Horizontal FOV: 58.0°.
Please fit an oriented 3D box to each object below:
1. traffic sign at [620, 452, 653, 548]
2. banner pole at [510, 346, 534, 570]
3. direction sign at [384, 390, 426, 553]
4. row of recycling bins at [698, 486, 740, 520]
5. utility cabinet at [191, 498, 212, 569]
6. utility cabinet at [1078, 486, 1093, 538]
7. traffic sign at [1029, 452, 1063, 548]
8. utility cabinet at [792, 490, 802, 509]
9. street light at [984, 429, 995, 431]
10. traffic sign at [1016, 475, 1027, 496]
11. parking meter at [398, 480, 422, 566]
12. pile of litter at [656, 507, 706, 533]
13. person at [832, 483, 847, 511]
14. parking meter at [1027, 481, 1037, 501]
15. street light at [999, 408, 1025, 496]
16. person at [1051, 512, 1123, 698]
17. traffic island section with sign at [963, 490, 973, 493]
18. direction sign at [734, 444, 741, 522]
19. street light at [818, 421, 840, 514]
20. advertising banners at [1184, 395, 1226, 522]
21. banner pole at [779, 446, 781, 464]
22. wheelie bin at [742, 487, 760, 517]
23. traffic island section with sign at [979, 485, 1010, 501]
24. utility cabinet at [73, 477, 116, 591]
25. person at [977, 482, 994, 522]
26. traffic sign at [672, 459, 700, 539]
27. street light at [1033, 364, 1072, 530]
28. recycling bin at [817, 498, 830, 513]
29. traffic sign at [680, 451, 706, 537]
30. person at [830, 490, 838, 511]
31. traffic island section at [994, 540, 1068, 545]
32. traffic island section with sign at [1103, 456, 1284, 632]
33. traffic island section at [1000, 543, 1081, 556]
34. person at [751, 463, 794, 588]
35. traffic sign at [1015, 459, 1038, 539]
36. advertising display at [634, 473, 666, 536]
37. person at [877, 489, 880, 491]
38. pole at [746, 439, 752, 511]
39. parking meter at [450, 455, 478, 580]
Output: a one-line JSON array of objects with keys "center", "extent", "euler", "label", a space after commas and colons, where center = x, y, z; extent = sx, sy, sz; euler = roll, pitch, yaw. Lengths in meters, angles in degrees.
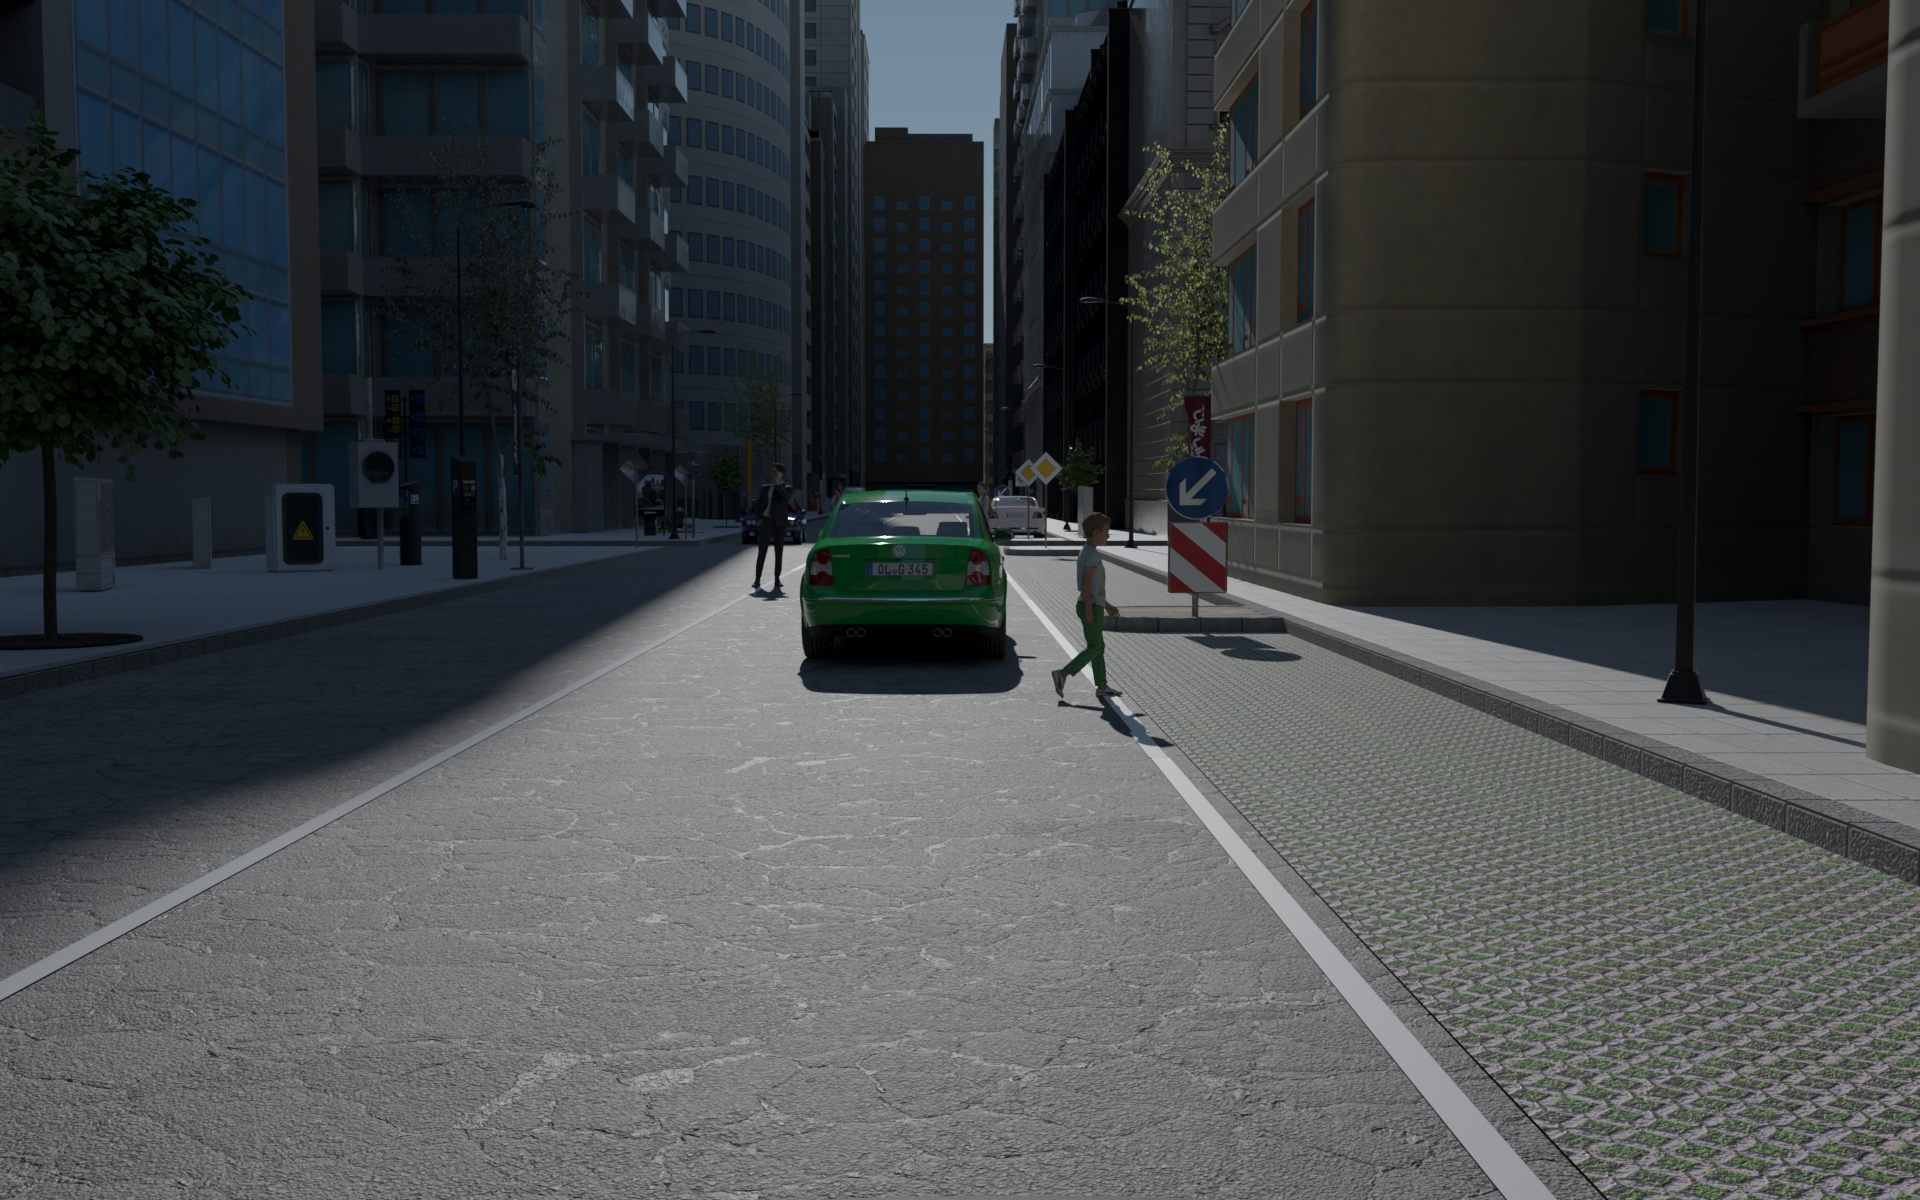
[{"center": [-7.656, -2.285, 41.009], "extent": [0.795, 2.450, 0.064], "euler": [0, 4, -1], "label": "traffic sign"}, {"center": [-7.434, -2.391, 29.109], "extent": [0.401, 3.779, 0.863], "euler": [0, 4, -3], "label": "banner pole"}, {"center": [-12.042, -2.793, 37.665], "extent": [0.876, 3.537, 0.379], "euler": [0, 4, 2], "label": "direction sign"}, {"center": [-12.209, -4.916, 87.487], "extent": [1.069, 1.692, 3.534], "euler": [-2, 4, -35], "label": "row of recycling bins"}, {"center": [-13.119, -1.149, 29.943], "extent": [0.306, 1.237, 1.020], "euler": [-1, 4, -22], "label": "utility cabinet"}, {"center": [3.671, -2.560, 50.536], "extent": [0.318, 1.500, 1.173], "euler": [0, 4, -3], "label": "utility cabinet"}, {"center": [2.038, -2.292, 41.108], "extent": [0.795, 2.450, 0.064], "euler": [0, 4, -1], "label": "traffic sign"}, {"center": [-8.330, -4.792, 87.024], "extent": [0.318, 1.500, 1.173], "euler": [1, 4, 22], "label": "utility cabinet"}, {"center": [2.405, -9.239, 123.604], "extent": [1.470, 5.913, 1.316], "euler": [0, 4, -1], "label": "street light"}, {"center": [3.220, -5.442, 91.114], "extent": [0.606, 2.300, 0.079], "euler": [0, 4, 4], "label": "traffic sign"}, {"center": [-9.908, -1.394, 31.207], "extent": [0.372, 1.533, 0.369], "euler": [0, 3, 0], "label": "parking meter"}, {"center": [-9.254, -2.648, 57.264], "extent": [1.719, 0.858, 1.176], "euler": [0, 4, -3], "label": "pile of litter"}, {"center": [-4.287, -3.265, 61.888], "extent": [0.555, 1.821, 0.388], "euler": [0, 4, 4], "label": "person"}, {"center": [3.141, -4.292, 75.883], "extent": [0.399, 1.863, 0.255], "euler": [1, 4, 16], "label": "parking meter"}, {"center": [2.908, -7.371, 93.055], "extent": [1.470, 5.913, 1.316], "euler": [0, 4, -1], "label": "street light"}, {"center": [0.890, 0.037, 12.151], "extent": [0.590, 1.304, 0.306], "euler": [-2, 4, -25], "label": "person"}, {"center": [1.322, -5.667, 101.283], "extent": [1.989, 1.847, 2.006], "euler": [0, 4, -1], "label": "traffic island section with sign"}, {"center": [-10.134, -5.321, 78.989], "extent": [0.379, 3.537, 0.876], "euler": [0, 4, -7], "label": "direction sign"}, {"center": [-8.390, -8.456, 110.794], "extent": [1.470, 5.913, 1.316], "euler": [0, 4, -1], "label": "street light"}, {"center": [4.849, -2.085, 30.278], "extent": [2.074, 3.025, 0.090], "euler": [2, 4, 32], "label": "advertising banners"}, {"center": [-9.190, -6.030, 88.605], "extent": [0.401, 3.779, 0.863], "euler": [-1, 4, -10], "label": "banner pole"}, {"center": [-9.775, -4.484, 81.229], "extent": [0.980, 1.594, 0.693], "euler": [-2, 4, -30], "label": "wheelie bin"}, {"center": [1.673, -4.006, 74.133], "extent": [1.989, 1.847, 2.006], "euler": [0, 4, -1], "label": "traffic island section with sign"}, {"center": [-11.548, -0.885, 23.148], "extent": [0.318, 1.500, 1.173], "euler": [-1, 4, -18], "label": "utility cabinet"}, {"center": [0.500, -1.778, 38.571], "extent": [0.522, 1.701, 0.512], "euler": [-1, 4, -21], "label": "person"}, {"center": [-7.754, -2.774, 48.994], "extent": [0.795, 2.450, 0.064], "euler": [0, 4, -1], "label": "traffic sign"}, {"center": [3.305, -5.478, 62.113], "extent": [1.470, 5.913, 1.316], "euler": [0, 4, -1], "label": "street light"}, {"center": [-9.263, -6.430, 117.682], "extent": [0.722, 1.027, 0.722], "euler": [1, 4, 17], "label": "recycling bin"}, {"center": [-7.889, -3.123, 51.167], "extent": [0.768, 2.556, 0.104], "euler": [0, 4, 6], "label": "traffic sign"}, {"center": [-4.717, -3.386, 65.672], "extent": [0.330, 1.601, 0.589], "euler": [1, 4, 23], "label": "person"}, {"center": [1.963, -1.645, 49.170], "extent": [2.009, 0.180, 2.903], "euler": [0, 4, -1], "label": "traffic island section"}, {"center": [2.349, -0.621, 18.789], "extent": [1.989, 1.847, 2.006], "euler": [0, 4, -1], "label": "traffic island section with sign"}, {"center": [2.062, -1.156, 41.186], "extent": [2.009, 0.180, 2.903], "euler": [0, 4, -1], "label": "traffic island section"}, {"center": [-2.884, -1.152, 26.703], "extent": [0.648, 1.900, 0.474], "euler": [0, 4, 1], "label": "person"}, {"center": [1.939, -2.780, 49.093], "extent": [0.795, 2.450, 0.064], "euler": [0, 4, -1], "label": "traffic sign"}, {"center": [-9.543, -2.941, 53.302], "extent": [0.974, 1.923, 0.123], "euler": [0, 4, 1], "label": "advertising display"}, {"center": [-6.083, -7.373, 129.146], "extent": [1.348, 1.812, 0.705], "euler": [0, 4, 1], "label": "person"}, {"center": [-7.795, -4.290, 63.987], "extent": [0.158, 3.312, 0.155], "euler": [0, 3, 0], "label": "pole"}, {"center": [-7.473, -1.248, 26.113], "extent": [0.255, 1.863, 0.399], "euler": [-3, 5, -42], "label": "parking meter"}]
